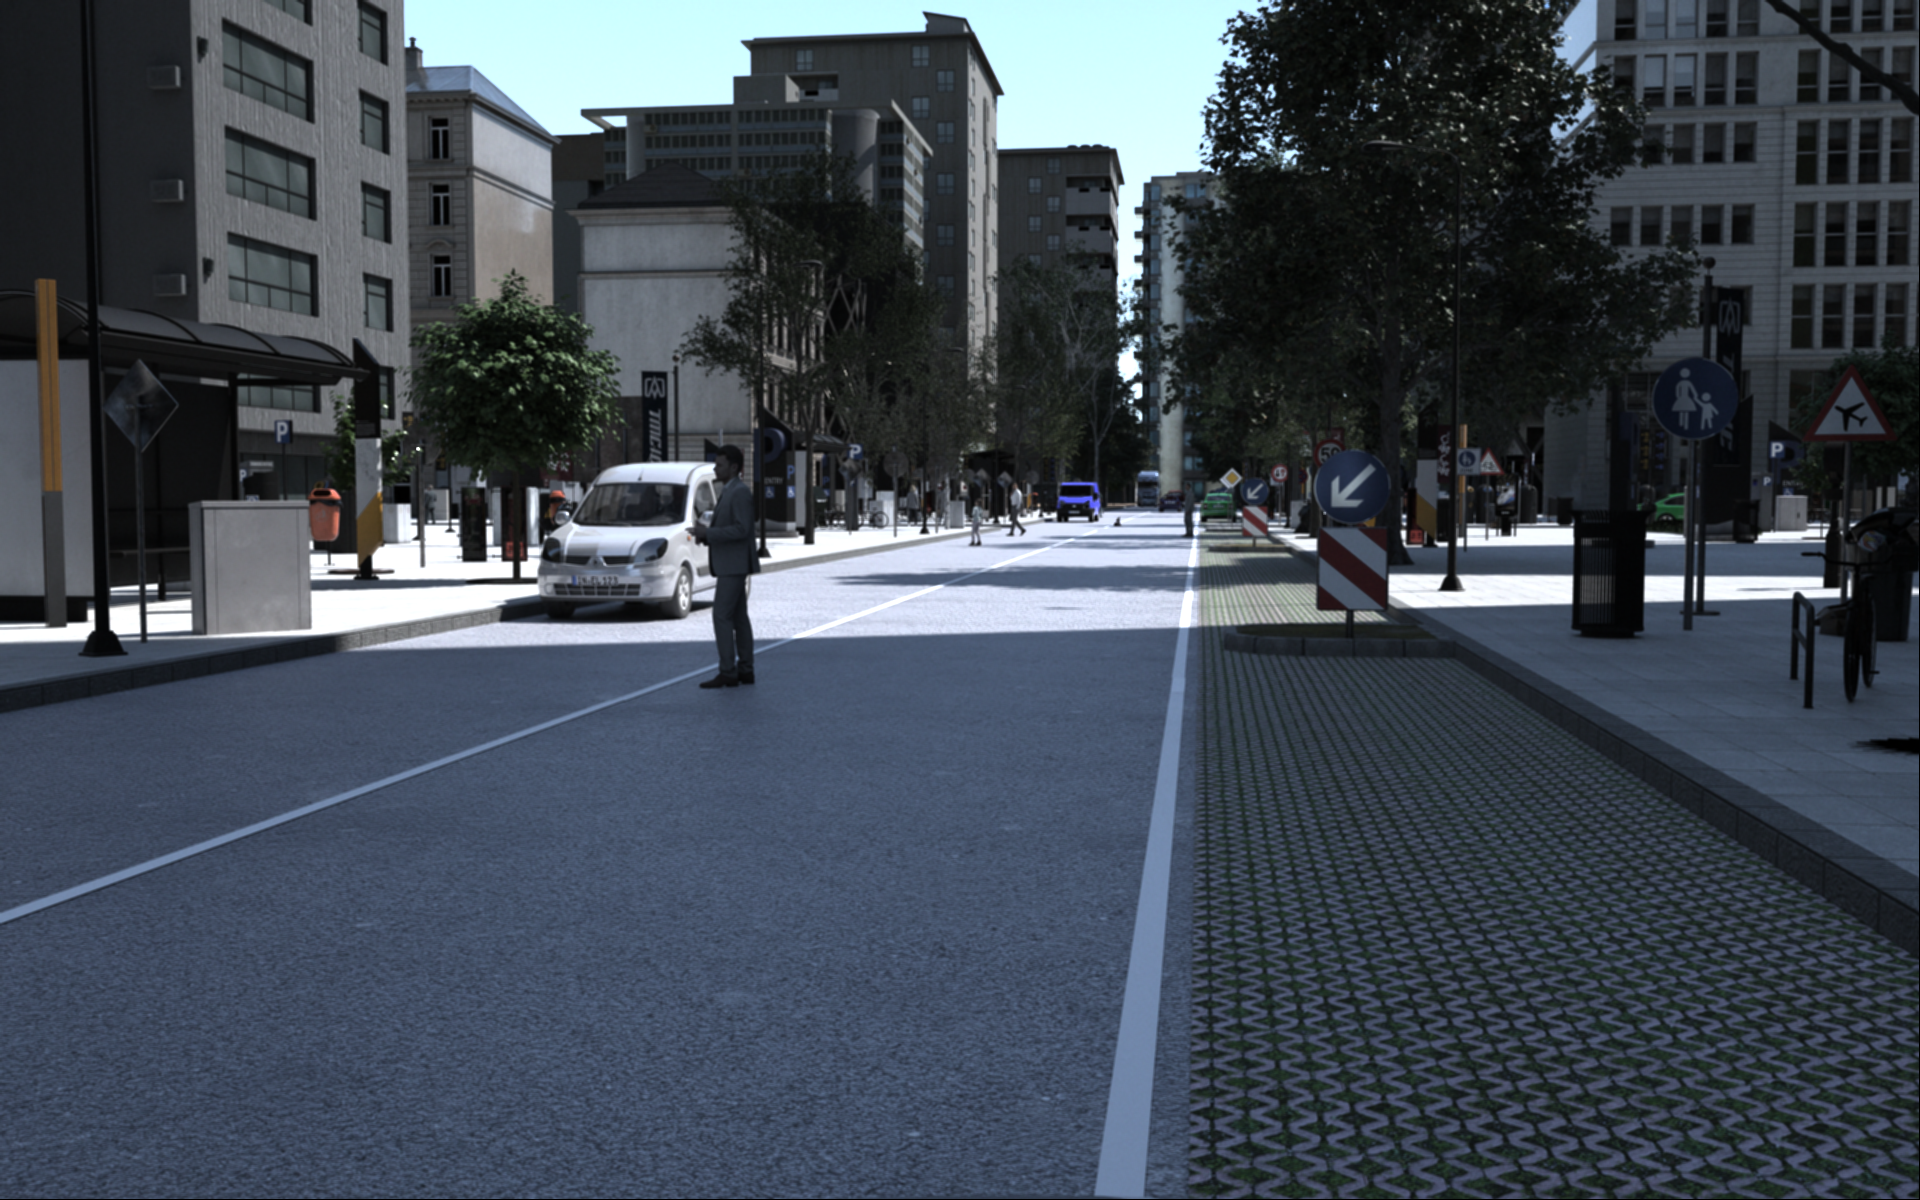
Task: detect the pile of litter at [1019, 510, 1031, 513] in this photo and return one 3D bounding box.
[{"bbox_3d":[4.243,-6.297,116.925,1.176,0.858,1.719,-3,5,-43],"label":"pile of litter"}]

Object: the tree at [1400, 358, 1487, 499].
[{"bbox_3d":[25.068,-8.527,89.773,4.737,8.622,4.395,0,3,0],"label":"tree"}]

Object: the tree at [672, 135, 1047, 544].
[{"bbox_3d":[-3.631,-6.719,44.265,8.767,10.594,7.601,3,4,37],"label":"tree"}]

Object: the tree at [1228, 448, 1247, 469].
[{"bbox_3d":[27.138,-13.410,169.622,4.737,8.622,4.395,0,3,0],"label":"tree"}]

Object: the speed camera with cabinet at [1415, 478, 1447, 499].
[{"bbox_3d":[25.727,-6.101,94.090,0.660,3.252,2.038,-3,4,-38],"label":"speed camera with cabinet"}]

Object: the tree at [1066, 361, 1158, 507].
[{"bbox_3d":[13.839,-15.844,165.702,9.857,13.997,8.962,0,3,0],"label":"tree"}]

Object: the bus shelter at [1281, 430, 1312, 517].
[{"bbox_3d":[19.258,-7.434,99.173,2.179,5.291,8.768,0,4,8],"label":"bus shelter"}]

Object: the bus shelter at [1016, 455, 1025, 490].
[{"bbox_3d":[2.697,-6.868,103.576,1.731,3.624,6.357,0,4,8],"label":"bus shelter"}]

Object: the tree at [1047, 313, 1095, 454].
[{"bbox_3d":[2.793,-9.015,81.802,7.601,10.594,8.767,1,4,17],"label":"tree"}]

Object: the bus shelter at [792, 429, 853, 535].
[{"bbox_3d":[-4.988,-3.804,56.126,2.014,3.302,5.546,0,4,8],"label":"bus shelter"}]

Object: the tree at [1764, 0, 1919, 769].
[{"bbox_3d":[4.946,-5.044,8.220,9.928,11.665,9.643,0,3,0],"label":"tree"}]

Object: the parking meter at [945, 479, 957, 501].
[{"bbox_3d":[-0.340,-3.715,66.453,0.399,1.863,0.255,3,5,40],"label":"parking meter"}]

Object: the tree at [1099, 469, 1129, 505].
[{"bbox_3d":[17.500,-13.091,197.756,4.285,4.588,4.351,0,3,0],"label":"tree"}]

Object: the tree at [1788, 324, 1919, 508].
[{"bbox_3d":[17.994,-3.060,33.744,4.285,4.588,4.351,0,3,0],"label":"tree"}]

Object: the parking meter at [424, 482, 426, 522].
[{"bbox_3d":[-24.439,-4.467,78.746,0.255,1.863,0.399,0,4,-7],"label":"parking meter"}]

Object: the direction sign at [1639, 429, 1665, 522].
[{"bbox_3d":[24.129,-4.188,60.463,0.876,3.537,0.379,0,4,-3],"label":"direction sign"}]

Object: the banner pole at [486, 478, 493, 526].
[{"bbox_3d":[-19.058,-4.865,69.552,0.863,3.779,0.401,1,4,18],"label":"banner pole"}]

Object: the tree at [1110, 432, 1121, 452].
[{"bbox_3d":[15.554,-14.380,185.472,4.737,8.622,4.395,0,3,0],"label":"tree"}]

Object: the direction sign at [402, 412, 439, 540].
[{"bbox_3d":[-15.021,-3.423,47.968,0.379,3.537,0.876,3,5,40],"label":"direction sign"}]

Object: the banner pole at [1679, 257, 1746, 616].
[{"bbox_3d":[8.089,-1.742,18.491,0.863,3.779,0.401,-2,4,-32],"label":"banner pole"}]

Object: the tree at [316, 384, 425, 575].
[{"bbox_3d":[-9.740,-2.033,27.837,1.663,3.219,1.824,0,3,0],"label":"tree"}]

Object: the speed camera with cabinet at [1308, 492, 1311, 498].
[{"bbox_3d":[30.518,-9.305,146.470,2.038,3.252,0.660,-1,4,-15],"label":"speed camera with cabinet"}]

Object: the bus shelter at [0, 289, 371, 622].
[{"bbox_3d":[-9.002,-1.587,19.878,2.014,3.302,5.546,0,4,8],"label":"bus shelter"}]

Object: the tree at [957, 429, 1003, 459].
[{"bbox_3d":[1.309,-11.707,141.764,4.737,8.622,4.395,0,3,0],"label":"tree"}]

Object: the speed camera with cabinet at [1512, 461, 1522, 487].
[{"bbox_3d":[33.123,-6.679,103.543,0.660,3.252,2.038,2,4,27],"label":"speed camera with cabinet"}]

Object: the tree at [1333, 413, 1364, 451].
[{"bbox_3d":[30.471,-11.623,140.395,4.737,8.622,4.395,0,3,0],"label":"tree"}]

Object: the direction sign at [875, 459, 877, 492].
[{"bbox_3d":[-4.738,-6.475,97.861,0.379,3.537,0.876,-1,4,-10],"label":"direction sign"}]

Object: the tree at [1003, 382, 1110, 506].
[{"bbox_3d":[6.167,-9.792,110.461,4.737,8.622,4.395,0,3,0],"label":"tree"}]

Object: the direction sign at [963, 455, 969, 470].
[{"bbox_3d":[0.632,-6.640,100.554,0.876,3.537,0.379,1,4,13],"label":"direction sign"}]

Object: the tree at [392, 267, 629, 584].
[{"bbox_3d":[-6.552,-2.533,25.125,4.285,4.588,4.351,0,3,0],"label":"tree"}]

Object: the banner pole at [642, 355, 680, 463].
[{"bbox_3d":[-5.316,-2.515,31.145,0.863,3.779,0.401,-2,4,-23],"label":"banner pole"}]

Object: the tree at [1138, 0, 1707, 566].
[{"bbox_3d":[7.900,-6.989,31.279,9.611,12.733,9.660,0,3,0],"label":"tree"}]

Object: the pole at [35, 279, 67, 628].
[{"bbox_3d":[-8.706,-1.391,16.581,0.158,3.312,0.155,0,3,0],"label":"pole"}]

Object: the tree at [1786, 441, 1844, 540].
[{"bbox_3d":[24.255,-3.325,48.967,1.663,3.219,1.824,0,3,0],"label":"tree"}]

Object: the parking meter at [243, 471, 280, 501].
[{"bbox_3d":[-7.670,-0.650,19.046,0.372,1.533,0.369,0,3,0],"label":"parking meter"}]

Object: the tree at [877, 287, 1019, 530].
[{"bbox_3d":[-0.222,-6.850,62.355,4.360,8.622,3.978,0,3,0],"label":"tree"}]

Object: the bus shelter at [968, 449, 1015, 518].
[{"bbox_3d":[1.660,-6.303,94.340,1.731,3.624,6.357,0,4,8],"label":"bus shelter"}]

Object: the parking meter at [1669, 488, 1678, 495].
[{"bbox_3d":[29.293,-3.837,71.138,0.372,1.533,0.369,0,3,0],"label":"parking meter"}]

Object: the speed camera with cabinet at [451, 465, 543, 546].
[{"bbox_3d":[-11.486,-2.964,42.796,2.038,3.252,0.660,1,4,10],"label":"speed camera with cabinet"}]

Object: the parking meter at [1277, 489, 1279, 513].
[{"bbox_3d":[21.603,-6.806,116.984,0.255,1.863,0.399,-2,4,-29],"label":"parking meter"}]

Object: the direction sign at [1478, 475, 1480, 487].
[{"bbox_3d":[29.993,-6.613,100.123,0.379,3.537,0.876,1,4,13],"label":"direction sign"}]

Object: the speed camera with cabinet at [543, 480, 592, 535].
[{"bbox_3d":[-12.324,-3.685,54.579,2.038,3.252,0.660,1,4,12],"label":"speed camera with cabinet"}]

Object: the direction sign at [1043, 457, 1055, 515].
[{"bbox_3d":[5.450,-6.967,105.903,0.876,3.537,0.379,3,5,41],"label":"direction sign"}]

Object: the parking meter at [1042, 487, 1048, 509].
[{"bbox_3d":[6.726,-8.056,137.428,0.399,1.863,0.255,-1,4,-13],"label":"parking meter"}]

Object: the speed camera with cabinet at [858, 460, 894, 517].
[{"bbox_3d":[-4.618,-6.225,96.120,2.038,3.252,0.660,-1,4,-23],"label":"speed camera with cabinet"}]

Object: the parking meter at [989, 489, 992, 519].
[{"bbox_3d":[1.464,-4.996,90.100,0.372,1.533,0.369,0,3,0],"label":"parking meter"}]

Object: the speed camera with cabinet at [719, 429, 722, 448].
[{"bbox_3d":[-7.872,-3.589,53.011,0.660,3.252,2.038,-3,5,-42],"label":"speed camera with cabinet"}]

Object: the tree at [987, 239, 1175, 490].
[{"bbox_3d":[8.691,-16.560,126.649,12.611,20.169,13.585,0,3,0],"label":"tree"}]

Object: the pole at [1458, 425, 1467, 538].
[{"bbox_3d":[14.757,-3.488,50.876,0.158,3.312,0.155,0,3,0],"label":"pole"}]

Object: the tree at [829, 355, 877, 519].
[{"bbox_3d":[-4.698,-8.575,90.570,4.360,8.622,3.978,0,3,0],"label":"tree"}]

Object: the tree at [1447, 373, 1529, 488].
[{"bbox_3d":[25.136,-8.002,81.202,4.360,8.622,3.978,0,3,0],"label":"tree"}]

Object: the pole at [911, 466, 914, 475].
[{"bbox_3d":[-3.416,-8.017,124.926,0.158,3.312,0.155,0,3,0],"label":"pole"}]

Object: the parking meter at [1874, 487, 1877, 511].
[{"bbox_3d":[40.858,-4.362,77.030,0.399,1.863,0.255,2,4,28],"label":"parking meter"}]

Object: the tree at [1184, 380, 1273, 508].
[{"bbox_3d":[25.477,-15.475,159.666,9.857,13.997,8.962,0,3,0],"label":"tree"}]

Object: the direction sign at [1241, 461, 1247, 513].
[{"bbox_3d":[19.549,-7.772,119.066,0.379,3.537,0.876,2,4,28],"label":"direction sign"}]

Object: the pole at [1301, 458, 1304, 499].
[{"bbox_3d":[18.474,-6.098,93.545,0.158,3.312,0.155,0,3,0],"label":"pole"}]

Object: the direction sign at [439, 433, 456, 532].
[{"bbox_3d":[-17.085,-4.034,57.948,0.876,3.537,0.379,0,4,-7],"label":"direction sign"}]

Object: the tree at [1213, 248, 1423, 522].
[{"bbox_3d":[12.262,-8.609,58.880,7.486,12.596,7.792,0,3,0],"label":"tree"}]
